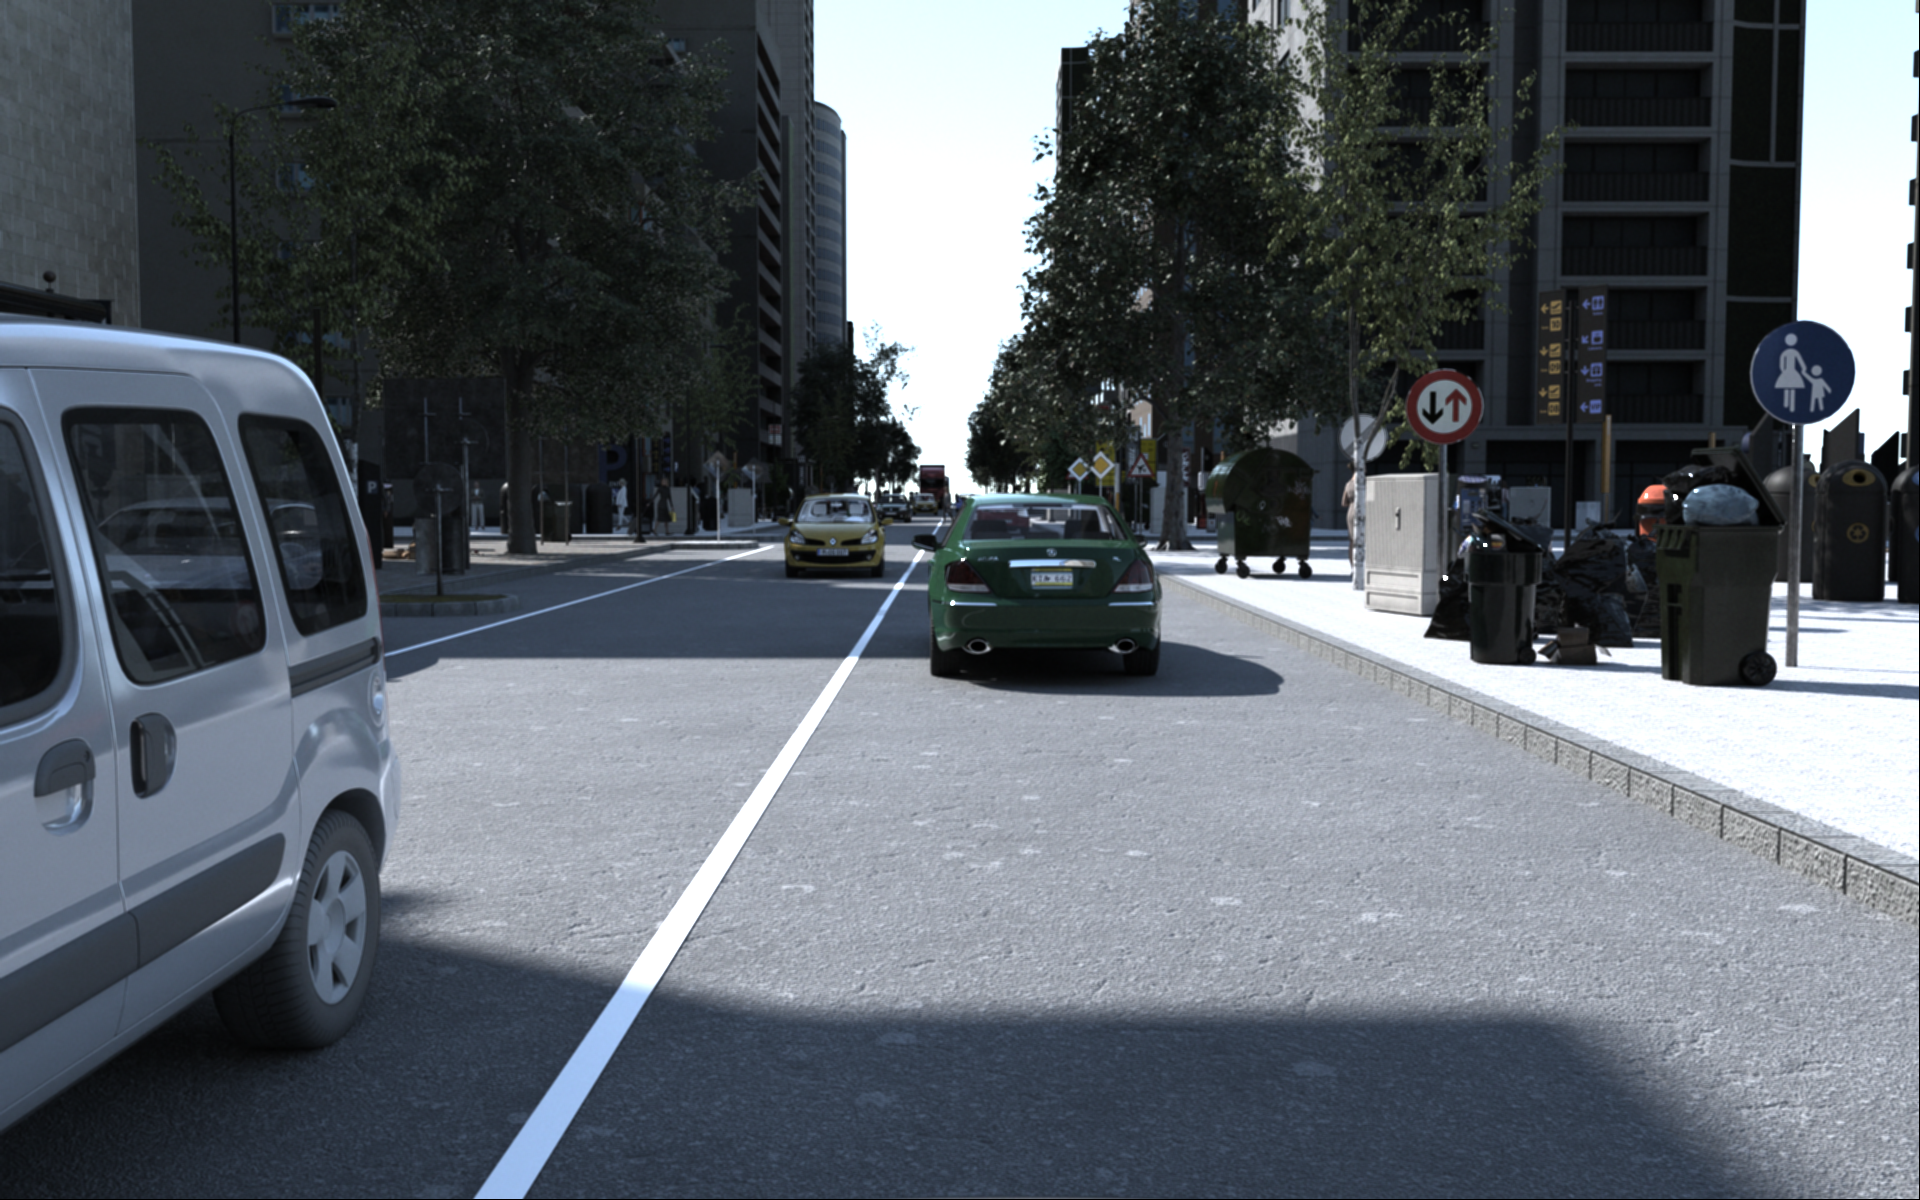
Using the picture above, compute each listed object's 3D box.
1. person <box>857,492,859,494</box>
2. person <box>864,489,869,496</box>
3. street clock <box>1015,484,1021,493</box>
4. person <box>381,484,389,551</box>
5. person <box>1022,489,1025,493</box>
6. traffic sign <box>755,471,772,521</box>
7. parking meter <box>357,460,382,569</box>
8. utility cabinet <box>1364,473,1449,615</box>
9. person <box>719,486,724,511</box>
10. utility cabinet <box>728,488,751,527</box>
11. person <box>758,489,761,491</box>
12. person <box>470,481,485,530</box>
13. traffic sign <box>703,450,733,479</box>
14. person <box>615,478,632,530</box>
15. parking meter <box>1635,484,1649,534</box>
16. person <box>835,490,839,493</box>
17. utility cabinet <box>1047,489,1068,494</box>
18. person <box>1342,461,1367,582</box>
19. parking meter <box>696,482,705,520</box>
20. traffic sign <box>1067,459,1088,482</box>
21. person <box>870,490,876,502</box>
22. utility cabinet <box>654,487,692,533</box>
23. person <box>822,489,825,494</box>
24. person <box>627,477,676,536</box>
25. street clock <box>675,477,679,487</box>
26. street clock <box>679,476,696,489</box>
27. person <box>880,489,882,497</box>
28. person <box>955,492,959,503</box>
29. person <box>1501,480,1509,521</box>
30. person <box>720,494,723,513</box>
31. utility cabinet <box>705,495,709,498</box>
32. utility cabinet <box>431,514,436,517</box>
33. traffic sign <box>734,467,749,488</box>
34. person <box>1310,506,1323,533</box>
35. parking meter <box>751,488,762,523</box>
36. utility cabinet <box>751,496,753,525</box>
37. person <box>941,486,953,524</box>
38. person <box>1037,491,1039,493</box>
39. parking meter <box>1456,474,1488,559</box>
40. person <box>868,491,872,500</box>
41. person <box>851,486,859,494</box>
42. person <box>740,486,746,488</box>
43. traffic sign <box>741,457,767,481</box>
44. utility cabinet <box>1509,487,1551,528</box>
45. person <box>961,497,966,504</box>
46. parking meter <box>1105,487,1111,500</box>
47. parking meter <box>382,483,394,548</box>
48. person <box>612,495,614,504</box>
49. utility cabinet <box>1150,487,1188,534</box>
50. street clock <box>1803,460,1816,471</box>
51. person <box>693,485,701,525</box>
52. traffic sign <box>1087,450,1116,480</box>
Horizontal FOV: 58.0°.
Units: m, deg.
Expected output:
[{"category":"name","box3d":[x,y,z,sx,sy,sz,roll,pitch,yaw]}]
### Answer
[{"category":"person","box3d":[-9.803,-9.665,164.611,0.990,1.755,0.434,-2,4,-26]},{"category":"person","box3d":[-8.687,-9.440,161.053,0.621,1.740,0.551,1,4,11]},{"category":"street clock","box3d":[4.288,-7.516,127.452,0.471,2.002,0.358,0,4,1]},{"category":"person","box3d":[-13.204,-2.001,38.937,0.661,1.801,0.590,0,4,-8]},{"category":"person","box3d":[5.025,-7.773,134.077,0.756,1.711,0.436,0,4,0]},{"category":"traffic sign","box3d":[-9.526,-5.133,83.928,0.884,2.594,0.081,0,4,3]},{"category":"parking meter","box3d":[-10.074,-1.456,29.512,0.255,1.863,0.399,3,4,35]},{"category":"utility cabinet","box3d":[4.764,-0.606,18.585,0.318,1.500,1.173,-1,4,-17]},{"category":"person","box3d":[-14.919,-6.192,107.526,0.600,1.795,0.529,-2,4,-30]},{"category":"utility cabinet","box3d":[-8.601,-3.598,67.499,0.318,1.500,1.173,2,4,28]},{"category":"person","box3d":[-16.030,-8.070,138.788,0.445,1.727,0.742,-1,4,-16]},{"category":"person","box3d":[-17.127,-3.355,61.442,0.519,1.759,0.362,0,4,-8]},{"category":"traffic sign","box3d":[-6.440,-2.682,46.035,0.795,2.593,0.064,0,3,0]},{"category":"person","box3d":[-11.884,-3.383,61.228,0.818,1.842,0.514,-3,5,-40]},{"category":"parking meter","box3d":[17.042,-2.127,43.195,0.372,1.533,0.369,0,3,0]},{"category":"person","box3d":[-10.499,-8.695,148.929,1.217,1.743,0.721,-1,4,-13]},{"category":"utility cabinet","box3d":[4.606,-4.392,80.487,1.173,1.500,0.318,-2,4,-28]},{"category":"person","box3d":[5.880,-1.159,25.340,0.374,1.781,0.599,-2,4,-24]},{"category":"parking meter","box3d":[-12.761,-4.874,85.397,0.399,1.863,0.255,3,5,41]},{"category":"traffic sign","box3d":[3.753,-3.169,54.001,0.795,2.593,0.064,0,3,0]},{"category":"person","box3d":[-11.466,-13.922,233.799,1.348,1.807,0.705,1,4,14]},{"category":"utility cabinet","box3d":[-9.267,-2.888,55.896,1.173,1.500,0.318,0,4,-5]},{"category":"person","box3d":[-9.153,-6.906,119.180,1.509,1.804,0.699,-1,4,-16]},{"category":"person","box3d":[-9.550,-2.896,53.617,1.509,1.804,0.699,-1,4,-10]},{"category":"street clock","box3d":[-11.975,-4.247,74.001,0.358,2.002,0.471,1,4,20]},{"category":"street clock","box3d":[-10.608,-3.879,67.987,0.471,2.002,0.358,-3,4,-39]},{"category":"person","box3d":[-9.070,-11.744,198.076,1.348,1.822,0.705,1,4,23]},{"category":"person","box3d":[-0.442,-13.402,228.542,0.541,1.710,0.530,-1,4,-11]},{"category":"person","box3d":[18.735,-3.244,59.670,0.643,1.750,0.593,-3,5,-40]},{"category":"person","box3d":[-12.964,-5.122,94.064,0.425,1.301,0.394,3,5,41]},{"category":"utility cabinet","box3d":[-14.271,-5.120,94.875,1.020,1.237,0.306,-1,4,-21]},{"category":"utility cabinet","box3d":[-12.133,-1.936,40.338,0.318,1.500,1.173,-1,4,-18]},{"category":"traffic sign","box3d":[-10.148,-4.917,80.493,0.768,2.556,0.104,0,4,5]},{"category":"person","box3d":[11.486,-2.784,57.060,1.012,1.151,0.738,2,4,28]},{"category":"parking meter","box3d":[-9.225,-4.221,77.426,0.372,1.533,0.369,0,3,0]},{"category":"utility cabinet","box3d":[-9.196,-3.789,73.113,1.020,1.237,0.306,2,4,26]},{"category":"person","box3d":[-0.549,-4.501,82.274,0.728,1.800,0.709,-2,4,-31]},{"category":"person","box3d":[4.472,-5.540,96.492,0.748,1.841,0.638,2,4,35]},{"category":"parking meter","box3d":[6.485,-0.829,21.959,0.372,1.533,0.369,0,3,0]},{"category":"person","box3d":[-12.551,-14.350,241.333,0.621,1.740,0.551,1,4,19]},{"category":"person","box3d":[-4.415,-3.879,72.262,0.444,1.785,0.601,-2,4,-28]},{"category":"person","box3d":[-14.981,-6.969,119.965,0.573,1.828,0.580,3,5,40]},{"category":"traffic sign","box3d":[-6.441,-3.170,54.020,0.795,2.593,0.064,0,3,0]},{"category":"utility cabinet","box3d":[17.543,-2.731,53.338,1.173,1.500,0.318,2,4,30]},{"category":"person","box3d":[0.231,-3.859,75.873,0.394,1.301,0.425,0,4,-1]},{"category":"parking meter","box3d":[8.970,-6.077,105.076,0.399,1.863,0.255,0,4,-3]},{"category":"parking meter","box3d":[-13.612,-1.992,40.979,0.372,1.533,0.369,0,3,0]},{"category":"person","box3d":[-13.442,-3.559,66.039,0.589,1.601,0.330,1,4,18]},{"category":"utility cabinet","box3d":[6.708,-2.874,55.668,1.173,1.500,0.318,-1,4,-14]},{"category":"street clock","box3d":[18.202,-2.009,37.421,0.471,2.002,0.358,-2,4,-24]},{"category":"person","box3d":[-11.069,-4.052,72.322,0.581,1.822,0.654,-2,4,-27]},{"category":"traffic sign","box3d":[3.754,-2.680,46.016,0.795,2.593,0.064,0,3,0]}]
